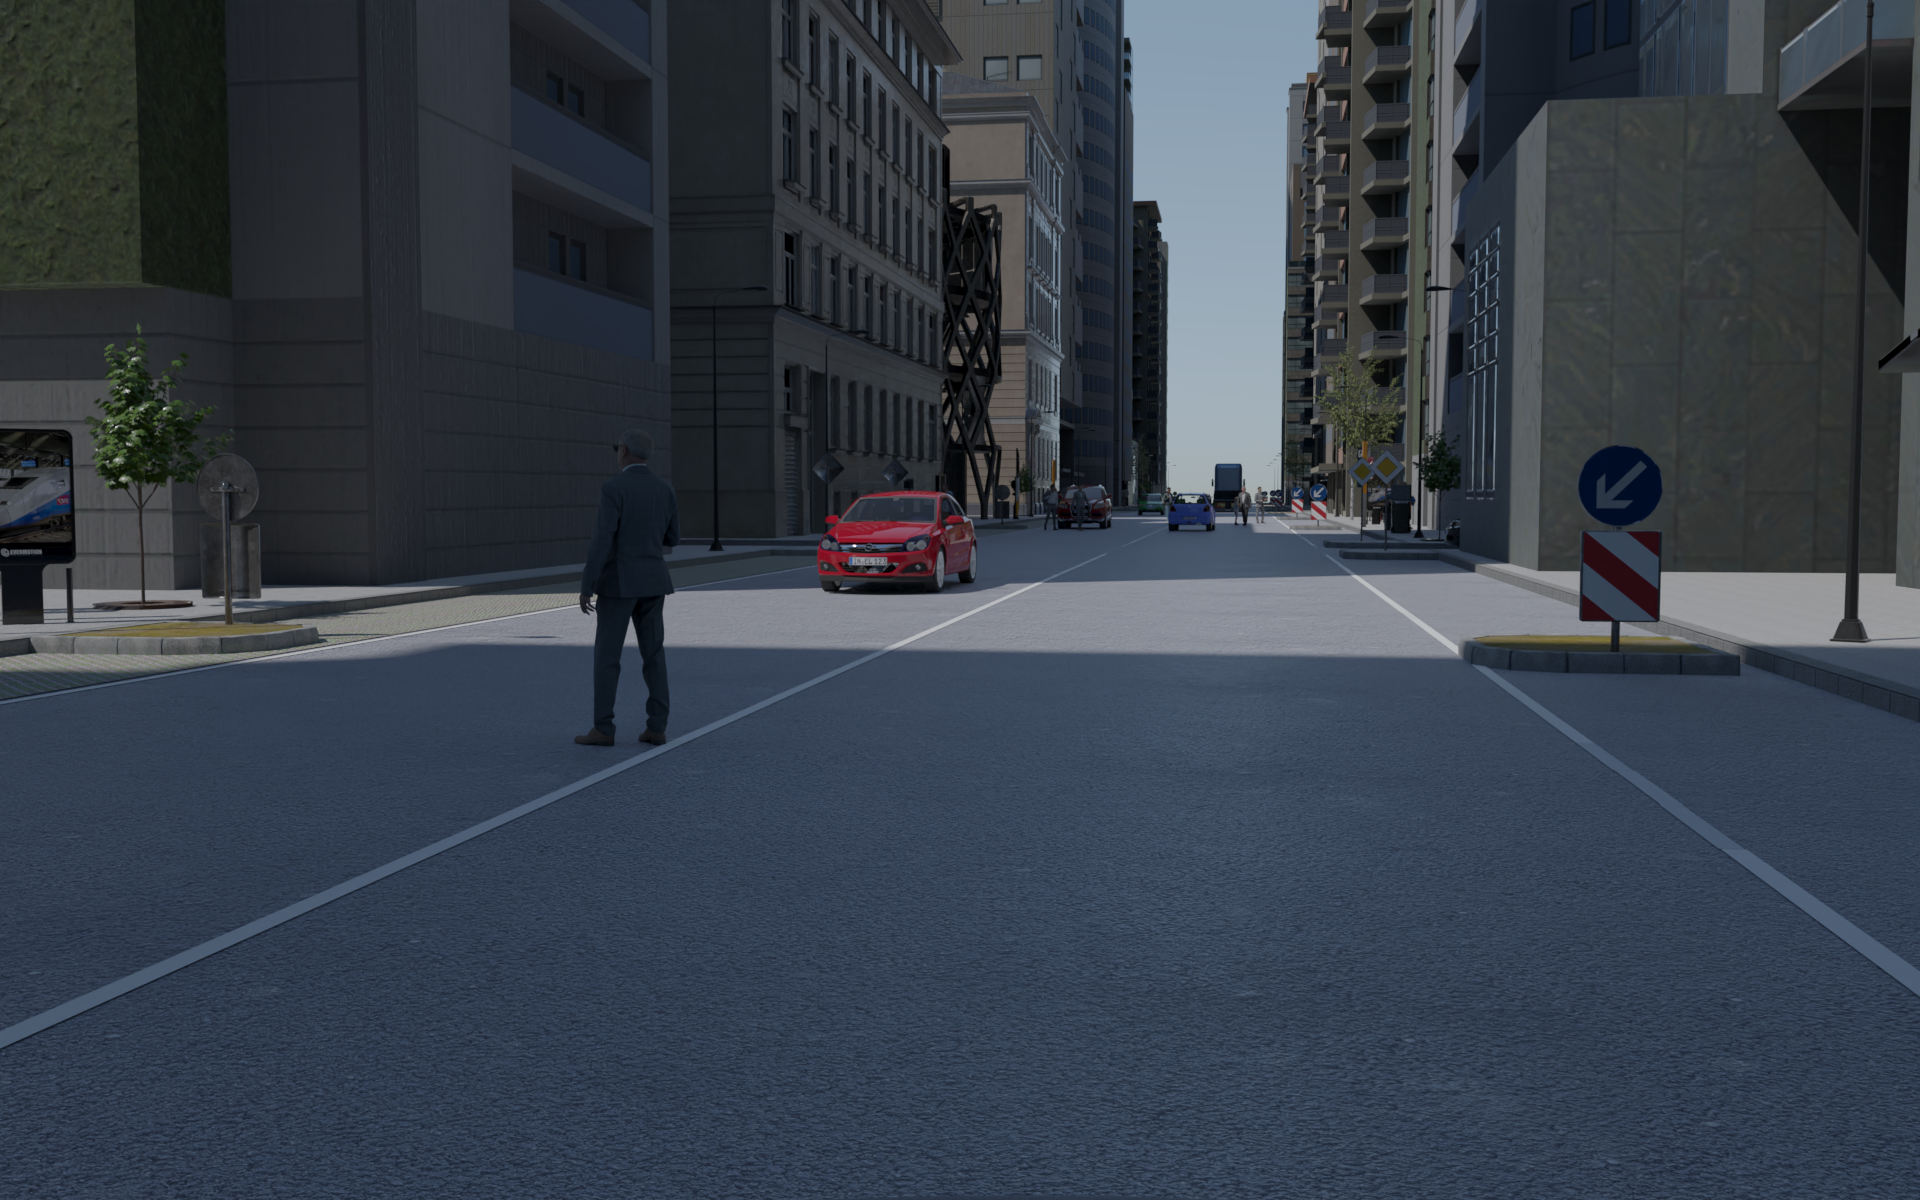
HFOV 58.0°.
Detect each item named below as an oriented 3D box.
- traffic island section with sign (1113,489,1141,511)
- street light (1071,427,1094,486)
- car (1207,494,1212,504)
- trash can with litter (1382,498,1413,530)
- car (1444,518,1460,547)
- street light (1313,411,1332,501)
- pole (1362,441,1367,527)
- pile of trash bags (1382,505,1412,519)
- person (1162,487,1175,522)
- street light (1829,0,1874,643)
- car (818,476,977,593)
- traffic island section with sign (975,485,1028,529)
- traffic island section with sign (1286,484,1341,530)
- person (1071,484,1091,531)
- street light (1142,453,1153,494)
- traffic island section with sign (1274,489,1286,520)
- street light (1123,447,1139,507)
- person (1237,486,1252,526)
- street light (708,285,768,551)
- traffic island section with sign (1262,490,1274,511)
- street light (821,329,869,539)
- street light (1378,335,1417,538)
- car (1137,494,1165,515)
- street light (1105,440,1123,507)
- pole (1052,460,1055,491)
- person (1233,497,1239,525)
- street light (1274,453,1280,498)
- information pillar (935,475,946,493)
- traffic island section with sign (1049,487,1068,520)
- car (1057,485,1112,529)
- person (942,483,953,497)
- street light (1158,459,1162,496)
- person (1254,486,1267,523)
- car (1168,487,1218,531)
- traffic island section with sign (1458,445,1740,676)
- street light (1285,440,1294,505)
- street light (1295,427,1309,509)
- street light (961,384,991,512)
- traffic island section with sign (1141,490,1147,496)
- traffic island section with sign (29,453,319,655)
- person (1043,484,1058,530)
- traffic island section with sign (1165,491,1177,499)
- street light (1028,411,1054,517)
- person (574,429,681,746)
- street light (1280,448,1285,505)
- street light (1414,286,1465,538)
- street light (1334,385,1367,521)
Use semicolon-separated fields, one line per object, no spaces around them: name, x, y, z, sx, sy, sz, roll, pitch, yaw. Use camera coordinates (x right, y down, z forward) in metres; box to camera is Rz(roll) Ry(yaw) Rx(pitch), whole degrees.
traffic island section with sign;14.018;-8.436;146.549;1.989;1.847;2.006;1;4;9
street light;8.304;-9.034;120.240;1.470;5.913;1.316;1;4;9
car;33.456;-13.906;236.397;2.155;1.783;4.494;1;4;9
trash can with litter;15.306;-3.004;60.508;1.055;1.170;0.624;2;4;32
car;14.152;-2.015;42.734;4.222;1.686;2.009;1;4;9
street light;20.673;-7.630;97.290;1.470;5.913;1.316;1;4;9
pole;15.641;-4.475;67.014;0.158;3.312;0.155;0;3;0
pile of trash bags;22.186;-4.748;87.379;1.912;1.369;3.447;0;4;-7
person;10.429;-4.746;86.439;0.623;1.781;0.721;-3;5;-43
street light;7.228;-2.597;15.009;1.470;5.913;1.316;1;4;9
car;-0.905;-1.076;26.633;2.155;1.783;4.494;1;4;10
traffic island section with sign;1.738;-3.823;71.128;1.989;1.847;2.006;1;4;9
traffic island section with sign;14.268;-3.730;69.609;1.989;1.847;2.006;1;4;9
person;4.751;-3.635;68.054;0.709;1.813;0.853;-1;4;-22
street light;20.709;-13.652;195.754;1.470;5.913;1.316;1;4;9
traffic island section with sign;18.606;-5.358;96.224;1.989;1.847;2.006;1;4;9
street light;16.876;-12.222;172.367;1.470;5.913;1.316;1;4;9
person;12.892;-4.262;78.582;0.661;1.777;0.834;1;4;17
street light;-4.958;-4.049;38.749;1.470;5.913;1.316;1;4;9
traffic island section with sign;26.565;-8.347;145.106;1.989;1.847;2.006;1;4;9
street light;-3.248;-4.680;49.057;1.470;5.913;1.316;1;4;9
street light;12.894;-4.773;50.583;1.470;5.913;1.316;1;4;9
car;13.072;-6.691;118.193;1.959;1.807;4.718;0;4;8
street light;13.052;-10.793;149.003;1.470;5.913;1.316;1;4;9
pole;5.586;-6.697;103.332;0.158;3.312;0.155;0;3;0
person;12.768;-4.106;79.912;0.394;1.301;0.425;-2;4;-35
street light;38.567;-14.395;207.904;1.470;5.913;1.316;1;4;9
information pillar;-0.743;-3.720;65.320;0.304;2.012;0.304;-3;5;-42
traffic island section with sign;6.069;-5.450;97.734;1.989;1.847;2.006;1;4;9
car;5.261;-3.915;72.680;2.281;1.827;5.304;1;4;8
person;-0.461;-3.075;58.866;0.778;1.811;0.616;-2;4;-24
street light;26.130;-15.751;230.074;1.470;5.913;1.316;1;4;9
person;14.669;-4.632;84.437;0.606;1.804;0.583;-3;5;-43
car;9.155;-3.584;68.190;1.945;1.707;3.694;1;4;11
traffic island section with sign;5.336;-0.374;14.748;1.989;1.847;2.006;1;4;9
street light;28.989;-10.802;149.155;1.470;5.913;1.316;1;4;9
street light;25.242;-9.372;125.779;1.470;5.913;1.316;1;4;9
street light;0.633;-6.175;73.494;1.470;5.913;1.316;1;4;9
traffic island section with sign;18.444;-10.100;173.767;1.989;1.847;2.006;1;4;9
traffic island section with sign;-7.199;-0.467;16.258;1.989;1.847;2.006;1;4;9
person;3.591;-3.680;68.777;0.679;1.850;0.850;-2;4;-28
traffic island section with sign;27.477;-13.489;229.164;1.989;1.847;2.006;1;4;9
street light;4.527;-7.603;96.847;1.470;5.913;1.316;1;4;9
person;-1.938;-0.079;9.968;0.590;1.801;0.661;3;5;40
street light;32.974;-12.249;172.804;1.470;5.913;1.316;1;4;9
street light;11.071;-4.046;38.698;1.470;5.913;1.316;1;4;9
street light;16.746;-6.202;73.943;1.470;5.913;1.316;1;4;9
